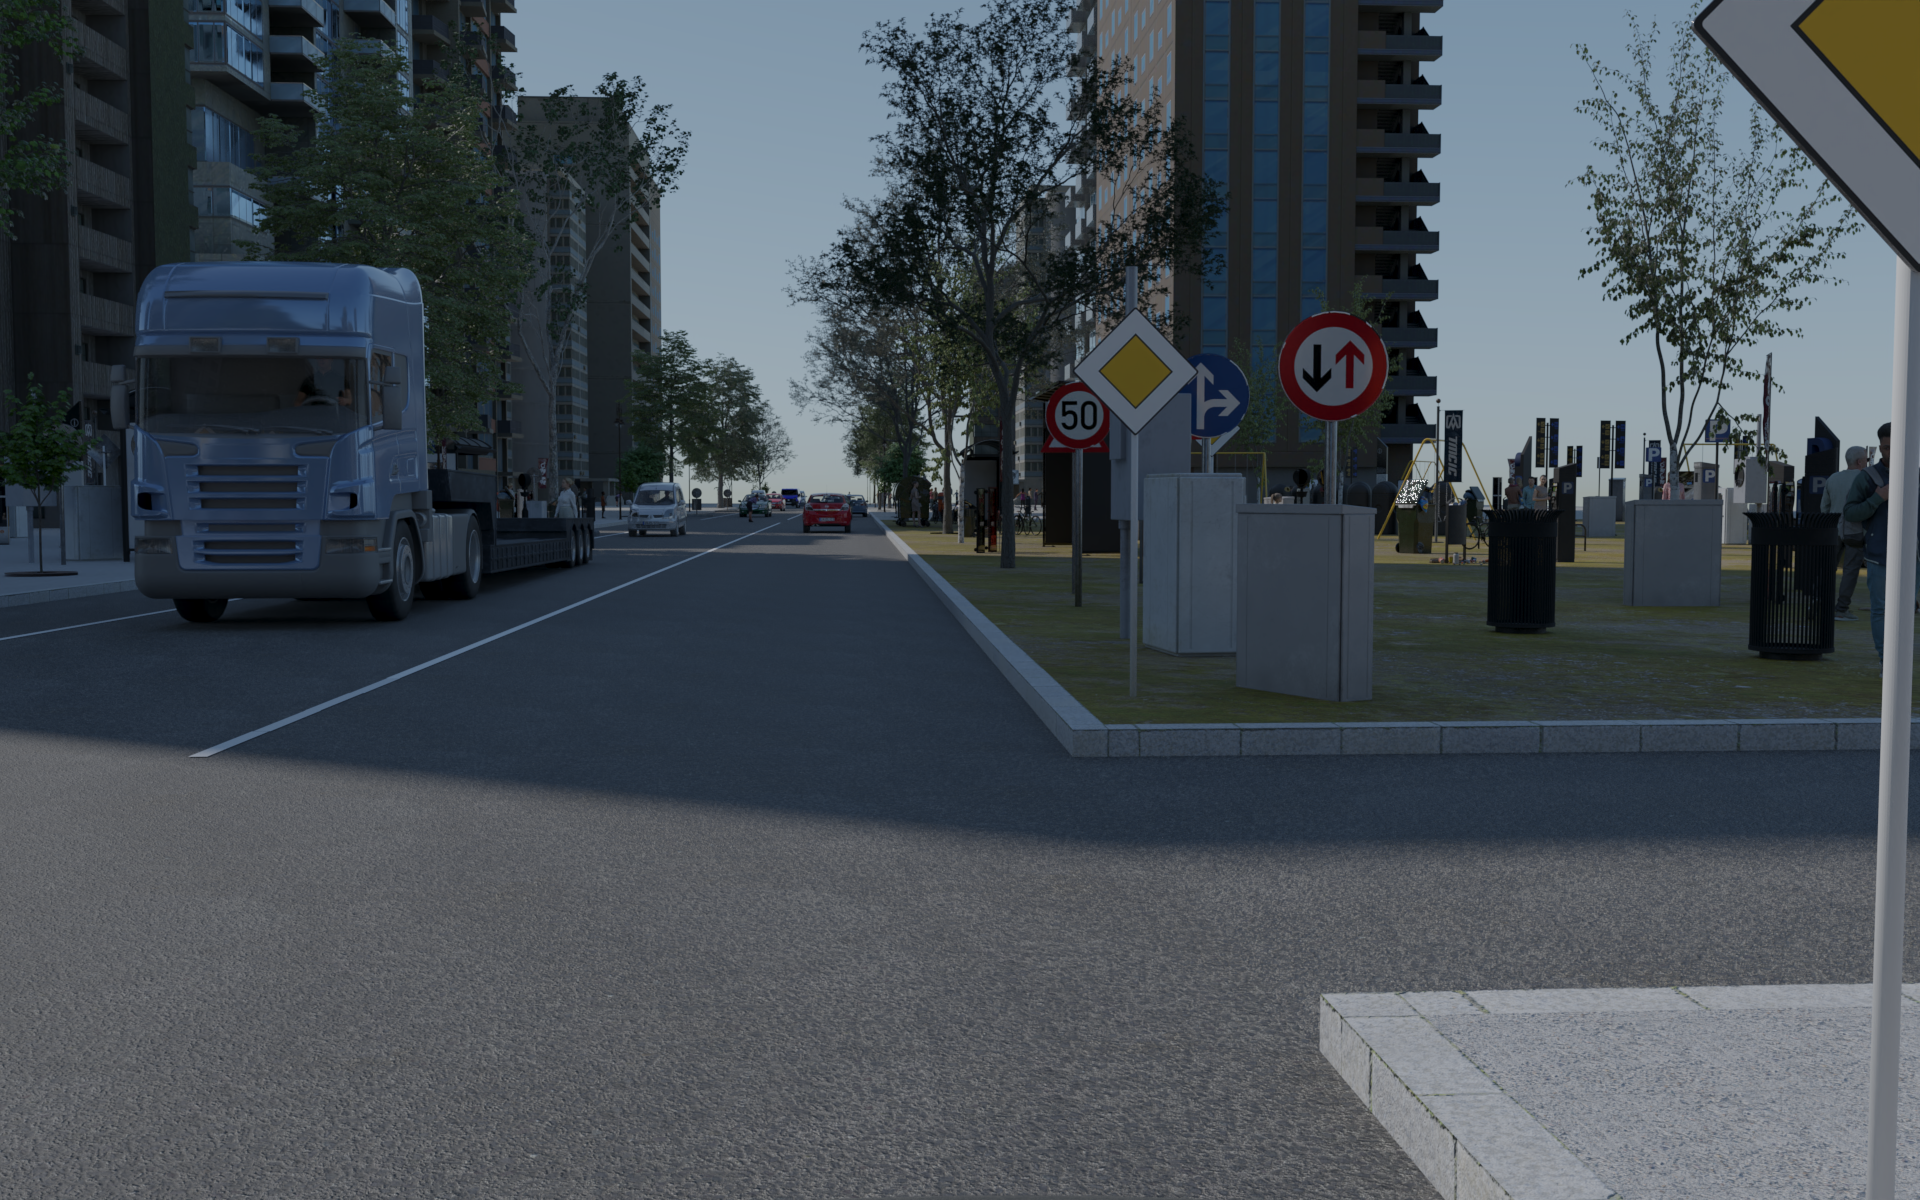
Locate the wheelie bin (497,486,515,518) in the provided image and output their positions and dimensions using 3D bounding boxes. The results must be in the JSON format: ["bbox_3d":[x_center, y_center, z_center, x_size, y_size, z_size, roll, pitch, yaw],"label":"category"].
[{"bbox_3d":[-18.577,-3.854,70.920,0.693,1.594,0.980,-1,4,-12],"label":"wheelie bin"}]

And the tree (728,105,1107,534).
[{"bbox_3d":[-0.500,-8.859,55.223,12.009,13.543,11.850,0,3,0],"label":"tree"}]

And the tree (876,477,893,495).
[{"bbox_3d":[-5.729,-8.241,129.340,1.663,3.219,1.824,0,3,0],"label":"tree"}]

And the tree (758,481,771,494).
[{"bbox_3d":[-26.657,-14.830,237.072,1.663,3.219,1.824,0,3,0],"label":"tree"}]

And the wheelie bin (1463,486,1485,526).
[{"bbox_3d":[20.791,-3.807,70.157,0.980,1.594,0.693,-3,5,-42],"label":"wheelie bin"}]

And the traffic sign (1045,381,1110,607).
[{"bbox_3d":[1.350,-1.196,19.659,0.768,2.556,0.104,0,4,6],"label":"traffic sign"}]

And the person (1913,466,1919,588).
[{"bbox_3d":[13.420,-1.052,23.597,0.624,1.780,0.694,3,5,40],"label":"person"}]

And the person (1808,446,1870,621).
[{"bbox_3d":[9.010,-0.667,17.443,0.515,1.767,0.782,-2,4,-32],"label":"person"}]

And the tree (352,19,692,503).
[{"bbox_3d":[-18.384,-13.194,71.609,12.611,20.169,13.585,0,3,0],"label":"tree"}]

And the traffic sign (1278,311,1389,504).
[{"bbox_3d":[2.599,-0.737,12.157,0.768,2.556,0.104,0,4,1],"label":"traffic sign"}]

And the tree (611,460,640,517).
[{"bbox_3d":[-18.497,-6.275,97.199,1.663,3.219,1.824,0,3,0],"label":"tree"}]

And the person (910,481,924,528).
[{"bbox_3d":[-1.645,-3.659,66.200,0.374,1.781,0.599,-2,4,-26],"label":"person"}]

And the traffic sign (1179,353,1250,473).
[{"bbox_3d":[2.239,-0.958,15.777,0.768,2.556,0.104,0,4,-2],"label":"traffic sign"}]

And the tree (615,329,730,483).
[{"bbox_3d":[-19.773,-12.295,119.144,7.486,12.596,7.792,0,3,0],"label":"tree"}]

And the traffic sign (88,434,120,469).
[{"bbox_3d":[-18.629,-2.325,37.741,0.795,2.593,0.064,0,4,3],"label":"traffic sign"}]

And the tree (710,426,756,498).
[{"bbox_3d":[-23.928,-14.015,179.512,4.737,8.622,4.395,0,3,0],"label":"tree"}]

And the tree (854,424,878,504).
[{"bbox_3d":[-11.546,-18.945,235.506,9.928,11.665,9.643,0,3,0],"label":"tree"}]

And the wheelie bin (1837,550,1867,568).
[{"bbox_3d":[15.461,-1.363,30.199,0.693,1.594,0.980,-2,4,-27],"label":"wheelie bin"}]

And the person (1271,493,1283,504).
[{"bbox_3d":[7.000,-1.701,38.138,0.394,1.301,0.425,-1,4,-15],"label":"person"}]

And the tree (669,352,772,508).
[{"bbox_3d":[-21.795,-15.336,157.397,9.857,13.997,8.962,0,3,0],"label":"tree"}]

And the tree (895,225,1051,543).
[{"bbox_3d":[0.155,-5.803,45.236,4.737,8.622,4.395,0,3,0],"label":"tree"}]

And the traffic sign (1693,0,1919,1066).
[{"bbox_3d":[1.616,-0.044,2.913,0.795,2.593,0.064,0,4,-4],"label":"traffic sign"}]

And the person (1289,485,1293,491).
[{"bbox_3d":[16.669,-4.919,87.305,0.563,1.720,0.643,2,4,34],"label":"person"}]

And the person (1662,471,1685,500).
[{"bbox_3d":[15.129,-1.877,36.739,0.555,1.821,0.388,-1,4,-14],"label":"person"}]

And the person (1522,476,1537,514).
[{"bbox_3d":[17.435,-2.849,52.647,0.660,1.820,0.620,1,4,21],"label":"person"}]

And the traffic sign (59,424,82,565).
[{"bbox_3d":[-16.238,-1.908,31.297,0.768,2.556,0.104,0,4,-1],"label":"traffic sign"}]

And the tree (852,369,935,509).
[{"bbox_3d":[-6.017,-14.371,153.091,7.486,12.596,7.792,0,3,0],"label":"tree"}]

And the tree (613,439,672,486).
[{"bbox_3d":[-18.574,-7.206,101.526,4.285,4.588,4.351,0,3,0],"label":"tree"}]

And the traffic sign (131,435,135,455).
[{"bbox_3d":[-14.824,-1.938,31.795,0.768,2.556,0.104,0,4,-1],"label":"traffic sign"}]

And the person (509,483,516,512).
[{"bbox_3d":[-20.408,-4.412,78.538,0.624,1.780,0.694,-2,4,-26],"label":"person"}]

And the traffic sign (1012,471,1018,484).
[{"bbox_3d":[2.197,-4.380,73.740,0.606,2.300,0.079,0,4,0],"label":"traffic sign"}]

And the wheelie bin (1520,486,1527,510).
[{"bbox_3d":[23.631,-3.933,72.212,0.693,1.594,0.980,2,4,28],"label":"wheelie bin"}]

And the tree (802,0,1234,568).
[{"bbox_3d":[1.044,-5.847,30.016,8.767,10.594,7.601,2,4,33],"label":"tree"}]

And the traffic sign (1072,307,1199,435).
[{"bbox_3d":[1.117,-0.532,10.883,0.795,2.593,0.064,0,4,-4],"label":"traffic sign"}]

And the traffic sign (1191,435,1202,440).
[{"bbox_3d":[1.938,-1.044,17.066,0.884,2.594,0.081,0,4,-2],"label":"traffic sign"}]

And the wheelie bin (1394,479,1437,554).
[{"bbox_3d":[9.849,-1.809,37.478,0.693,1.594,0.980,-2,4,-32],"label":"wheelie bin"}]

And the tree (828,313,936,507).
[{"bbox_3d":[-6.440,-19.698,177.947,12.611,20.169,13.585,0,3,0],"label":"tree"}]

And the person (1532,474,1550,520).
[{"bbox_3d":[14.891,-2.323,44.361,0.599,1.781,0.374,-2,4,-35],"label":"person"}]

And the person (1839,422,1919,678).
[{"bbox_3d":[6.488,-0.346,12.051,0.623,1.781,0.721,-1,4,-12],"label":"person"}]

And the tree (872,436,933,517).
[{"bbox_3d":[-3.063,-6.874,96.109,4.285,4.588,4.351,0,3,0],"label":"tree"}]

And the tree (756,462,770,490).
[{"bbox_3d":[-28.406,-17.953,243.897,4.737,8.622,4.395,0,3,0],"label":"tree"}]

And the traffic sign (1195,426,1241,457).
[{"bbox_3d":[3.537,-1.498,24.223,0.795,2.593,0.064,0,4,3],"label":"traffic sign"}]

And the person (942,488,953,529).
[{"bbox_3d":[-0.537,-3.567,64.643,0.573,1.790,0.520,-2,4,-32],"label":"person"}]

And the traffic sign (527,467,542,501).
[{"bbox_3d":[-20.272,-5.037,82.463,0.768,2.556,0.104,0,4,-2],"label":"traffic sign"}]

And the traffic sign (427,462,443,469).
[{"bbox_3d":[-16.788,-3.263,55.475,0.606,2.300,0.079,0,4,-3],"label":"traffic sign"}]

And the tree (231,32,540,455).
[{"bbox_3d":[-14.511,-7.687,43.802,7.486,12.596,7.792,0,3,0],"label":"tree"}]

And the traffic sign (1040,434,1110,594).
[{"bbox_3d":[1.471,-1.359,22.224,0.884,2.594,0.081,0,4,0],"label":"traffic sign"}]
